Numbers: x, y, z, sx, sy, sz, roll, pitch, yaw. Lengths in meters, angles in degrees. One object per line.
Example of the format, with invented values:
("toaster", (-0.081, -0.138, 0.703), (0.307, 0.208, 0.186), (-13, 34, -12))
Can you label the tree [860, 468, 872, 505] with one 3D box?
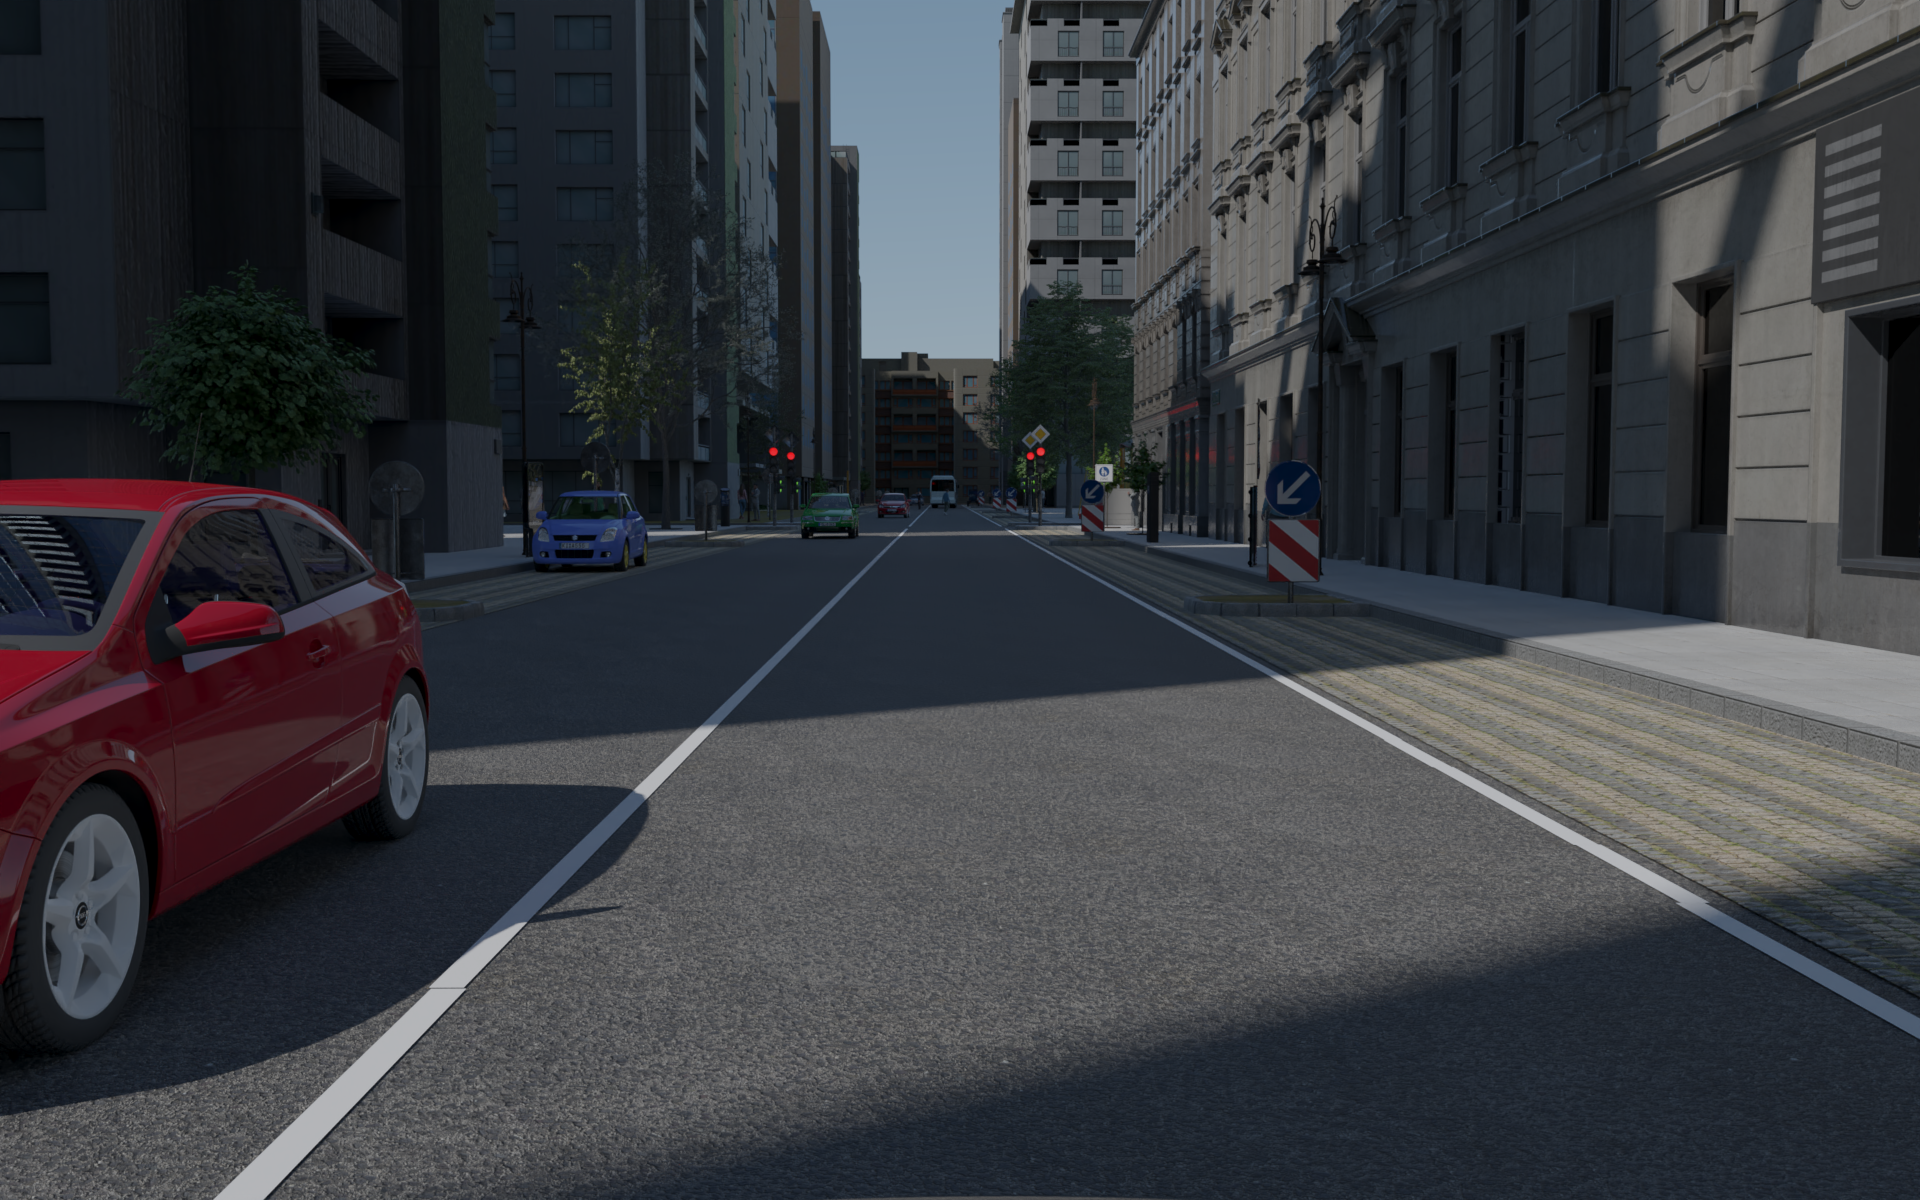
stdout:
("tree", (-12.111, -13.795, 209.263), (4.285, 4.588, 4.351), (0, 3, 0))

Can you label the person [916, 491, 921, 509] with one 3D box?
("person", (-3.881, -9.284, 161.096), (0.742, 1.727, 0.445), (3, 4, 38))

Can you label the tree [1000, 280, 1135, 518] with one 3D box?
("tree", (5.481, -10.674, 92.653), (7.486, 12.596, 7.792), (0, 3, 0))

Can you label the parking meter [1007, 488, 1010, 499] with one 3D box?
("parking meter", (4.175, -8.614, 146.549), (0.399, 1.863, 0.255), (-1, 4, -18))

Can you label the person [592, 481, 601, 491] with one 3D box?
("person", (-13.832, -3.652, 65.995), (0.529, 1.795, 0.600), (2, 4, 29))

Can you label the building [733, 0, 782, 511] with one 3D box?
("building", (-26.571, -32.150, 114.888), (28.713, 52.752, 27.495), (0, 4, -1))

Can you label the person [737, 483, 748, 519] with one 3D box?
("person", (-11.108, -5.047, 88.567), (0.555, 1.821, 0.388), (0, 4, -2))

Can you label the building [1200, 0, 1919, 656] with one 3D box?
("building", (15.284, -15.376, 27.812), (17.030, 29.872, 44.131), (0, 4, -1))

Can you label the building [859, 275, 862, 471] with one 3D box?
("building", (-19.553, -27.444, 220.413), (14.107, 30.474, 14.160), (0, 4, -1))

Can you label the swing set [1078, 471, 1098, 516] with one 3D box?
("swing set", (8.849, -6.321, 100.974), (3.119, 2.851, 2.862), (-1, 4, -19))

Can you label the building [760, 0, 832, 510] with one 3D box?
("building", (-19.170, -31.137, 159.203), (14.600, 45.320, 14.200), (0, 4, -1))

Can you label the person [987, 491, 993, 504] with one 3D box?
("person", (3.834, -12.894, 217.576), (1.217, 1.736, 0.721), (-2, 4, -34))

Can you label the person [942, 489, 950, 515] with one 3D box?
("person", (-0.949, -6.624, 117.138), (0.444, 1.785, 0.601), (-2, 4, -34))

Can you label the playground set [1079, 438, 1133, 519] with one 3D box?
("playground set", (8.906, -5.957, 84.169), (5.637, 4.214, 5.302), (-1, 4, -14))

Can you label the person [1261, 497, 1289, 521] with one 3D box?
("person", (6.108, -1.651, 33.051), (0.660, 1.820, 0.620), (-1, 4, -14))

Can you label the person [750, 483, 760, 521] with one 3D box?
("person", (-9.784, -4.666, 82.508), (0.511, 1.800, 0.466), (2, 4, 34))

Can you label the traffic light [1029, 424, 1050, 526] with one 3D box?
("traffic light", (3.214, -4.945, 69.773), (0.839, 4.253, 0.868), (0, 4, -1))

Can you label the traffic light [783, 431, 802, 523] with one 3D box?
("traffic light", (-7.530, -5.426, 77.630), (0.839, 4.253, 0.868), (0, 4, -1))

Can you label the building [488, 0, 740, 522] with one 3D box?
("building", (-18.676, -24.496, 84.112), (14.154, 41.232, 14.086), (0, 4, -1))

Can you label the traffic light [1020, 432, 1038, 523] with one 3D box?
("traffic light", (3.130, -5.433, 77.758), (0.839, 4.253, 0.868), (0, 4, -1))

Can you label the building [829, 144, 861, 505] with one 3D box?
("building", (-18.766, -31.425, 197.398), (14.154, 41.232, 14.086), (0, 4, -1))

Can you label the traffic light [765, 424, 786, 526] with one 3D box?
("traffic light", (-7.446, -4.937, 69.646), (0.839, 4.253, 0.868), (0, 4, -1))

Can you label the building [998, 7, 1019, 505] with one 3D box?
("building", (15.315, -41.048, 213.137), (21.231, 58.520, 28.212), (0, 4, -1))

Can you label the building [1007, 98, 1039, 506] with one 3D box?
("building", (12.492, -33.164, 192.342), (14.600, 45.320, 14.200), (0, 4, -1))

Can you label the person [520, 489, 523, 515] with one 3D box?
("person", (-14.363, -3.130, 57.645), (0.576, 1.772, 0.534), (-3, 5, -42))

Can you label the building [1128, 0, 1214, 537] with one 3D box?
("building", (11.591, -12.866, 59.517), (9.793, 20.994, 18.267), (0, 4, -1))

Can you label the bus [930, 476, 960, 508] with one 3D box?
("bus", (-1.617, -11.342, 180.308), (2.948, 3.499, 13.247), (0, 4, 1))

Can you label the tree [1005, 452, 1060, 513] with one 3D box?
("tree", (5.235, -8.110, 116.317), (4.285, 4.588, 4.351), (0, 3, 0))

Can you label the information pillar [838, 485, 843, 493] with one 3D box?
("information pillar", (-10.122, -8.688, 146.538), (0.304, 2.012, 0.304), (-2, 4, -35))

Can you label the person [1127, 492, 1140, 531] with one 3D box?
("person", (6.118, -3.349, 60.982), (0.466, 1.800, 0.511), (0, 4, -2))

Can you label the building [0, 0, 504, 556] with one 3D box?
("building", (-18.173, -16.089, 34.761), (14.160, 30.474, 14.107), (0, 4, -1))

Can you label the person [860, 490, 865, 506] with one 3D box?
("person", (-10.779, -11.272, 191.260), (0.530, 1.710, 0.541), (-2, 4, -27))

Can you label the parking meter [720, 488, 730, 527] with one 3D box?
("parking meter", (-9.280, -3.673, 68.462), (0.372, 1.533, 0.369), (0, 3, 0))

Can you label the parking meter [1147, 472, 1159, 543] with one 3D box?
("parking meter", (5.104, -2.455, 45.855), (0.255, 1.863, 0.399), (0, 4, -7))

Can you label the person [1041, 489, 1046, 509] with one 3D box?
("person", (7.137, -8.856, 150.684), (0.795, 1.843, 0.661), (2, 4, 33))

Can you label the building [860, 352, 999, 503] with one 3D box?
("building", (-6.445, -24.881, 251.842), (28.899, 21.520, 27.650), (0, 4, -1))

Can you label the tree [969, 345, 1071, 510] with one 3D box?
("tree", (5.529, -14.006, 139.373), (12.009, 13.543, 11.850), (0, 3, 0))

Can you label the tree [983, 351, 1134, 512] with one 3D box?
("tree", (5.447, -12.078, 123.228), (9.928, 11.665, 9.643), (0, 3, 0))

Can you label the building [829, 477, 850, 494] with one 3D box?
("building", (-27.848, -29.752, 178.329), (32.217, 40.220, 23.993), (0, 4, -1))

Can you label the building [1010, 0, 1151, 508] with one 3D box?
("building", (19.739, -35.529, 170.145), (28.713, 52.752, 27.495), (0, 4, -1))

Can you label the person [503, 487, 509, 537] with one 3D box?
("person", (-13.722, -2.774, 51.492), (0.616, 1.811, 0.778), (1, 4, 17))
